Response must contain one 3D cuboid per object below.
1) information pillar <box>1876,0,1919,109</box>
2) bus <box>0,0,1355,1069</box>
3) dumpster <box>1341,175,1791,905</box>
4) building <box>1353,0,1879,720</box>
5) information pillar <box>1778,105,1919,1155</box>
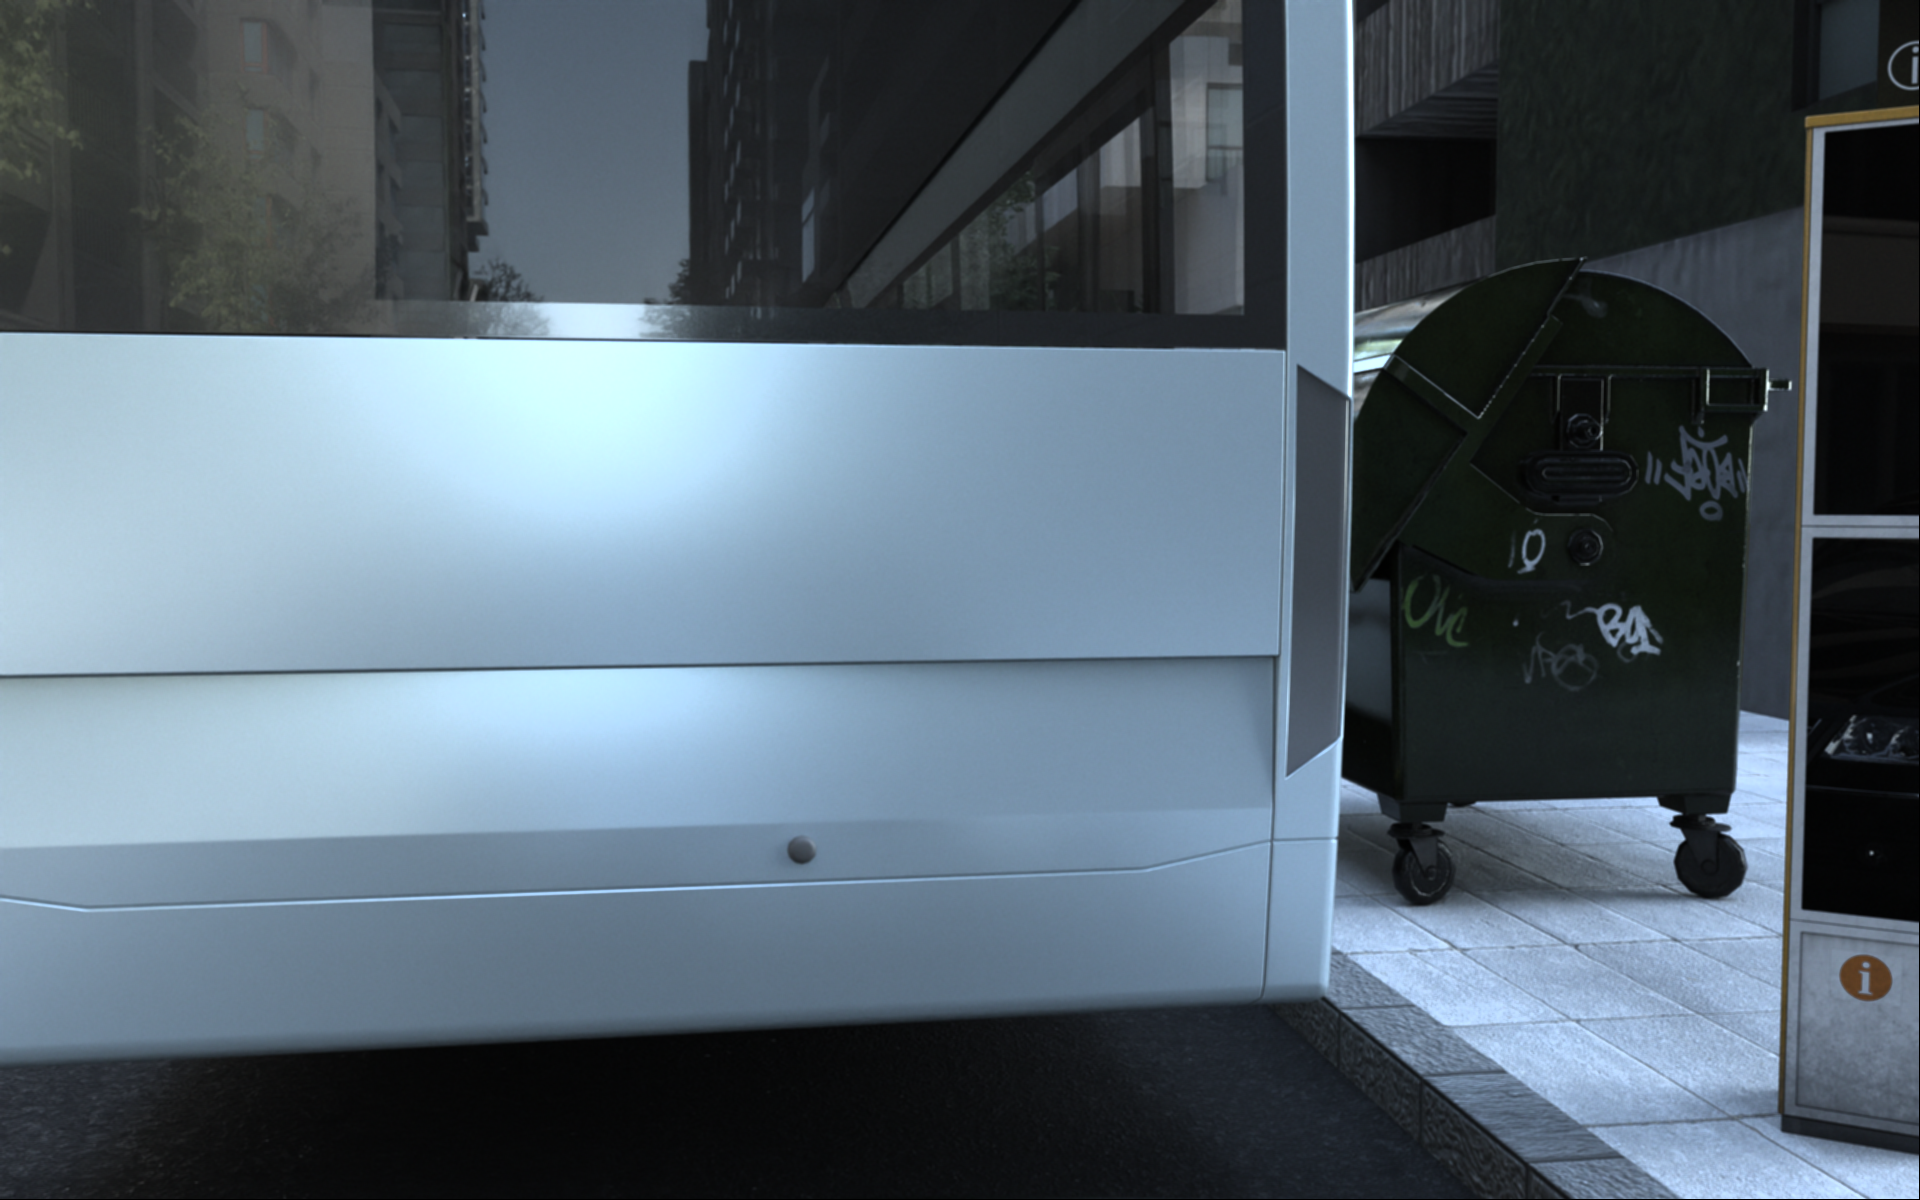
[{"bbox_3d":[4.056,-0.973,7.266,0.504,3.616,0.183,2,4,25],"label":"information pillar"},{"bbox_3d":[-1.644,-0.891,9.429,2.948,3.499,13.247,-1,4,-10],"label":"bus"},{"bbox_3d":[1.743,-0.225,6.180,1.502,2.255,1.985,-1,4,-8],"label":"dumpster"},{"bbox_3d":[10.785,-14.927,15.752,14.160,30.474,14.107,-1,4,-8],"label":"building"},{"bbox_3d":[1.845,0.062,3.473,0.304,2.012,0.304,2,4,30],"label":"information pillar"}]
